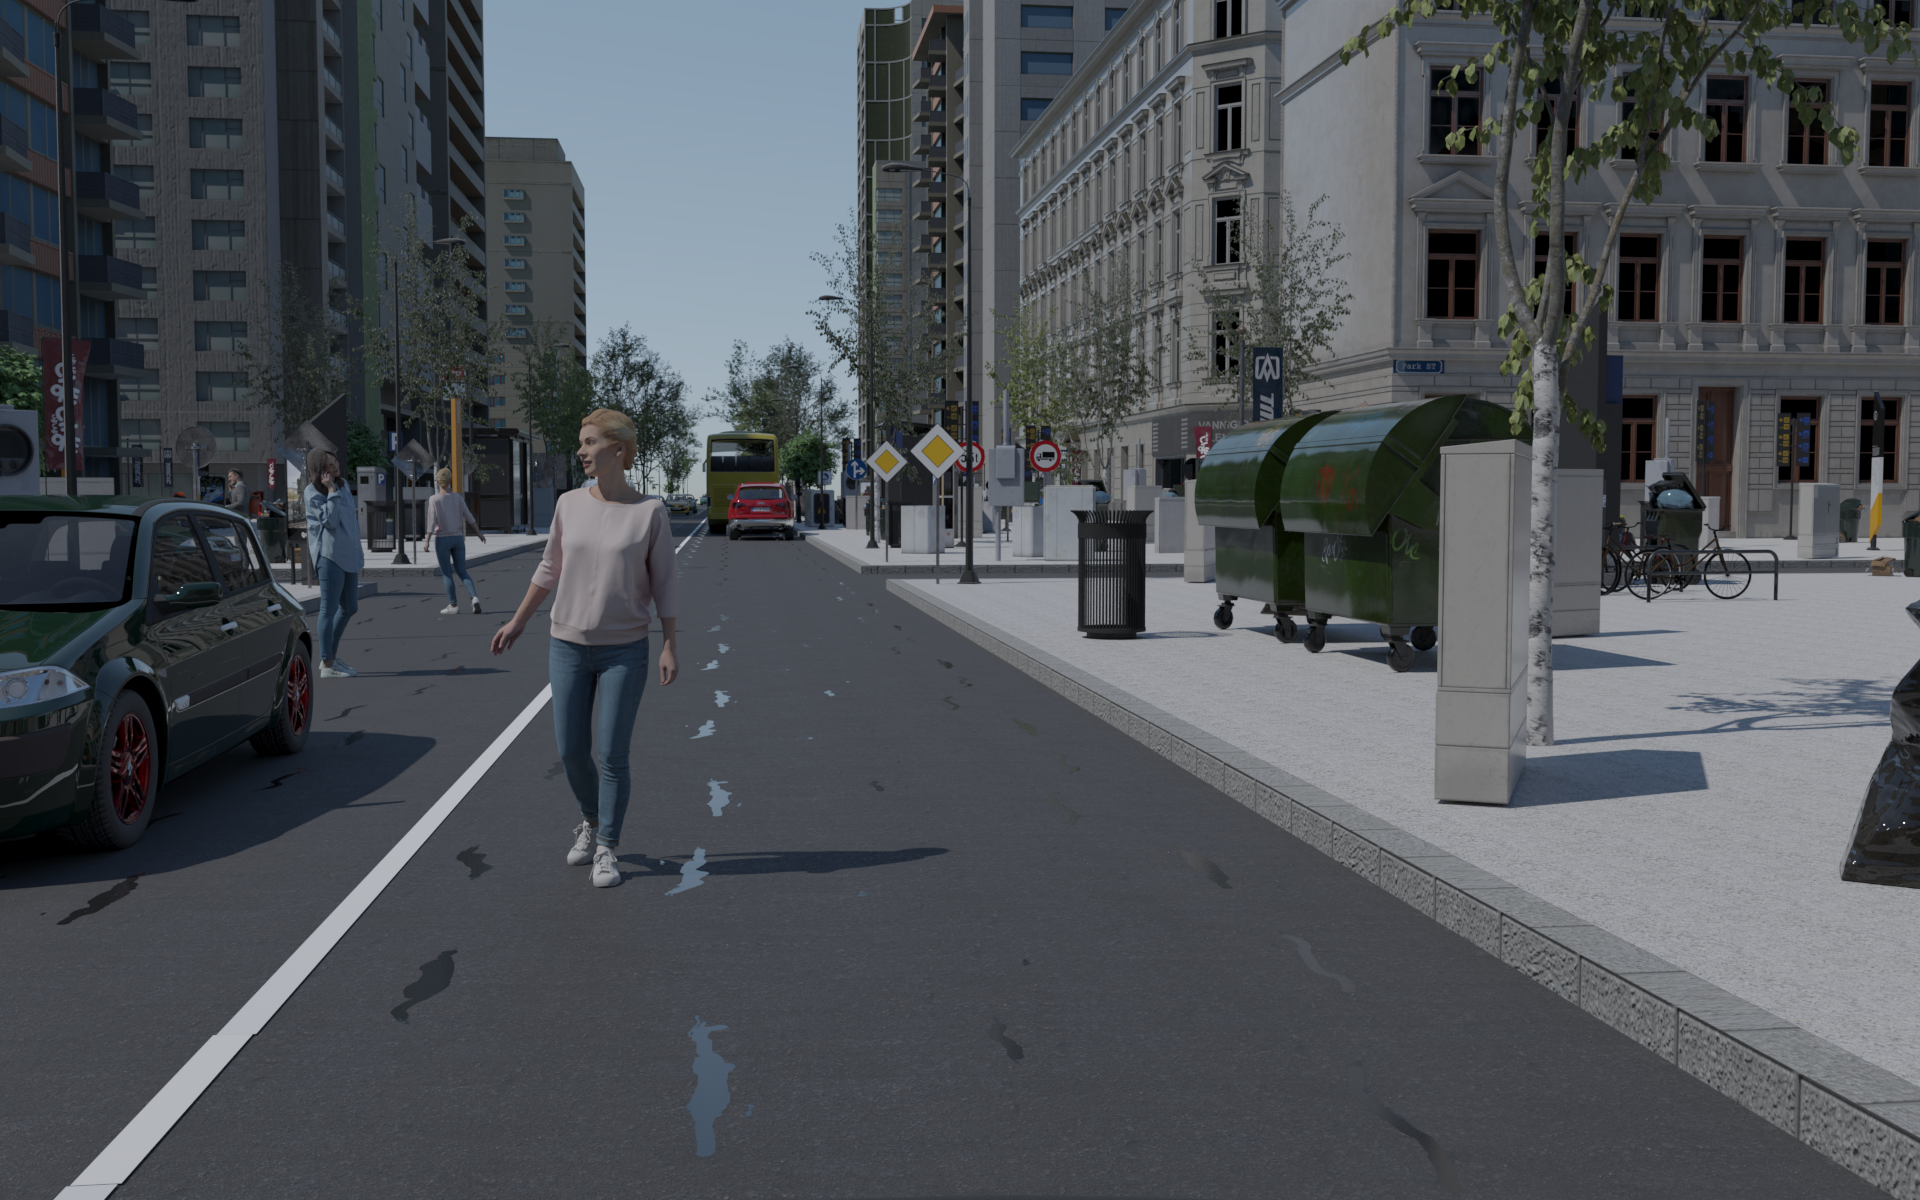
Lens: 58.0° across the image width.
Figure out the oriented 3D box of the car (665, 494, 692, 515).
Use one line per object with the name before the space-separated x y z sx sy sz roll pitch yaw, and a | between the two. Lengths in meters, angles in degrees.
car | -19.217 -6.555 117.394 2.015 1.641 3.980 -1 4 -9

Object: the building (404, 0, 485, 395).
building | -50.558 -31.557 139.664 21.300 48.544 21.600 0 4 -8

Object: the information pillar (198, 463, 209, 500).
information pillar | -35.627 -5.522 81.645 0.504 3.616 0.183 -2 4 -30

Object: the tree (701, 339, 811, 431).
tree | -24.827 -21.800 212.312 12.611 20.169 13.585 0 3 0

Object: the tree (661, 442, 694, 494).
tree | -40.248 -17.996 244.600 4.737 8.622 4.395 0 3 0

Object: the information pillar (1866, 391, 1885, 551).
information pillar | 20.784 -2.929 39.251 0.183 3.616 0.504 1 4 10

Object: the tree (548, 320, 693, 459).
tree | -18.676 -9.689 92.820 7.601 10.594 8.767 2 4 25

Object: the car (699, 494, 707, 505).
car | -32.725 -13.010 224.518 2.131 1.459 4.920 0 4 -6

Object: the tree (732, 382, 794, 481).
tree | -19.512 -15.618 173.477 7.486 12.596 7.792 0 3 0

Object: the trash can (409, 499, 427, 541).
trash can | -14.947 -2.185 47.377 0.748 1.137 0.748 0 3 0

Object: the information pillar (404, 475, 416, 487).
information pillar | -20.798 -3.728 65.446 0.304 2.012 0.304 -3 4 -38

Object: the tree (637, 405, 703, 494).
tree | -33.081 -16.590 197.003 9.928 11.665 9.643 0 3 0

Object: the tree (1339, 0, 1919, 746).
tree | 3.199 -3.564 8.632 4.737 8.622 4.395 0 3 0

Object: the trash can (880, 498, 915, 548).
trash can | -1.437 -1.812 41.284 0.748 1.137 0.748 0 3 0

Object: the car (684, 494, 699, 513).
car | -20.740 -7.255 130.422 2.131 1.459 4.920 0 4 -7

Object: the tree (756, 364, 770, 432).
tree | -8.572 -8.544 90.057 4.360 8.622 3.978 0 3 0

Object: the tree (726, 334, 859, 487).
tree | -9.160 -10.186 100.949 7.601 10.594 8.767 2 4 31

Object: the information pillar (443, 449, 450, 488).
information pillar | -25.517 -5.796 86.112 0.504 3.616 0.183 3 5 45

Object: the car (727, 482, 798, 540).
car | -6.327 -2.857 55.381 2.281 1.827 5.304 0 4 -6

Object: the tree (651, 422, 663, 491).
tree | -22.646 -10.492 121.900 4.360 8.622 3.978 0 3 0

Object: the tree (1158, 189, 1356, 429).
tree | 7.468 -5.550 41.101 4.360 8.622 3.978 0 3 0

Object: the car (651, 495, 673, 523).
car | -12.497 -3.504 69.294 2.014 1.417 4.499 0 4 -8

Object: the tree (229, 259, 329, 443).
tree | -20.427 -6.345 54.101 4.360 8.622 3.978 0 3 0

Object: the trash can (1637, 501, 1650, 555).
trash can | 14.761 -1.536 36.767 0.748 1.137 0.748 0 3 0

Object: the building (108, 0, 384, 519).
building | -39.919 -25.050 93.161 14.154 41.232 14.086 0 4 -8

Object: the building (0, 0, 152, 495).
building | -41.077 -24.595 56.748 22.147 44.769 28.867 0 4 -8

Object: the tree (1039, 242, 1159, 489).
tree | 4.266 -6.177 51.350 4.360 8.622 3.978 0 3 0

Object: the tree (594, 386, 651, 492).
tree | -21.976 -9.789 110.420 4.360 8.622 3.978 0 3 0

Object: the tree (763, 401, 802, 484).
tree | -13.323 -11.171 133.010 4.737 8.622 4.395 0 3 0

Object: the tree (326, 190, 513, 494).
tree | -12.749 -5.610 42.089 4.360 8.622 3.978 0 3 0

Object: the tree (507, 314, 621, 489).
tree | -16.584 -7.366 70.802 4.737 8.622 4.395 0 3 0

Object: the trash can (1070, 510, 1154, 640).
trash can | 1.355 -0.232 15.454 0.748 1.137 0.748 0 3 0

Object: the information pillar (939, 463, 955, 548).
information pillar | -0.320 -2.231 40.971 0.304 2.012 0.304 -1 4 -18

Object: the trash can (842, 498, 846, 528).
trash can | -4.153 -3.317 65.878 0.748 1.137 0.748 0 3 0

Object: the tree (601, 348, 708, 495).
tree | -26.147 -14.267 143.638 12.009 13.543 11.850 0 3 0

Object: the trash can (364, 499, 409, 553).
trash can | -12.723 -1.616 38.082 0.748 1.137 0.748 0 3 0

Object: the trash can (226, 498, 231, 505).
trash can | -27.730 -3.278 65.253 0.748 1.137 0.748 0 3 0

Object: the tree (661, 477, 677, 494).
tree | -30.443 -11.493 182.504 1.663 3.219 1.824 0 3 0

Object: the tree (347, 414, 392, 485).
tree | -23.328 -5.008 65.594 4.285 4.588 4.351 0 3 0

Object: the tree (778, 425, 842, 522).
tree | -6.974 -5.970 81.315 4.285 4.588 4.351 0 3 0

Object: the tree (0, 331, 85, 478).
tree | -18.477 -3.019 33.079 4.285 4.588 4.351 0 3 0

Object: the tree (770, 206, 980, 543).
tree | -1.941 -5.786 44.958 4.360 8.622 3.978 0 3 0

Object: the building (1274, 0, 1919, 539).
building | 21.069 -13.325 54.018 21.152 22.565 11.583 0 4 -8

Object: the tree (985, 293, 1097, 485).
tree | 2.803 -6.895 63.104 4.737 8.622 4.395 0 3 0

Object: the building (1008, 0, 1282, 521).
building | 14.382 -19.063 88.097 17.030 29.872 44.131 0 4 -8

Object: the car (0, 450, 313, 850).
car | -4.335 0.102 8.117 2.009 1.686 4.222 0 4 -7
